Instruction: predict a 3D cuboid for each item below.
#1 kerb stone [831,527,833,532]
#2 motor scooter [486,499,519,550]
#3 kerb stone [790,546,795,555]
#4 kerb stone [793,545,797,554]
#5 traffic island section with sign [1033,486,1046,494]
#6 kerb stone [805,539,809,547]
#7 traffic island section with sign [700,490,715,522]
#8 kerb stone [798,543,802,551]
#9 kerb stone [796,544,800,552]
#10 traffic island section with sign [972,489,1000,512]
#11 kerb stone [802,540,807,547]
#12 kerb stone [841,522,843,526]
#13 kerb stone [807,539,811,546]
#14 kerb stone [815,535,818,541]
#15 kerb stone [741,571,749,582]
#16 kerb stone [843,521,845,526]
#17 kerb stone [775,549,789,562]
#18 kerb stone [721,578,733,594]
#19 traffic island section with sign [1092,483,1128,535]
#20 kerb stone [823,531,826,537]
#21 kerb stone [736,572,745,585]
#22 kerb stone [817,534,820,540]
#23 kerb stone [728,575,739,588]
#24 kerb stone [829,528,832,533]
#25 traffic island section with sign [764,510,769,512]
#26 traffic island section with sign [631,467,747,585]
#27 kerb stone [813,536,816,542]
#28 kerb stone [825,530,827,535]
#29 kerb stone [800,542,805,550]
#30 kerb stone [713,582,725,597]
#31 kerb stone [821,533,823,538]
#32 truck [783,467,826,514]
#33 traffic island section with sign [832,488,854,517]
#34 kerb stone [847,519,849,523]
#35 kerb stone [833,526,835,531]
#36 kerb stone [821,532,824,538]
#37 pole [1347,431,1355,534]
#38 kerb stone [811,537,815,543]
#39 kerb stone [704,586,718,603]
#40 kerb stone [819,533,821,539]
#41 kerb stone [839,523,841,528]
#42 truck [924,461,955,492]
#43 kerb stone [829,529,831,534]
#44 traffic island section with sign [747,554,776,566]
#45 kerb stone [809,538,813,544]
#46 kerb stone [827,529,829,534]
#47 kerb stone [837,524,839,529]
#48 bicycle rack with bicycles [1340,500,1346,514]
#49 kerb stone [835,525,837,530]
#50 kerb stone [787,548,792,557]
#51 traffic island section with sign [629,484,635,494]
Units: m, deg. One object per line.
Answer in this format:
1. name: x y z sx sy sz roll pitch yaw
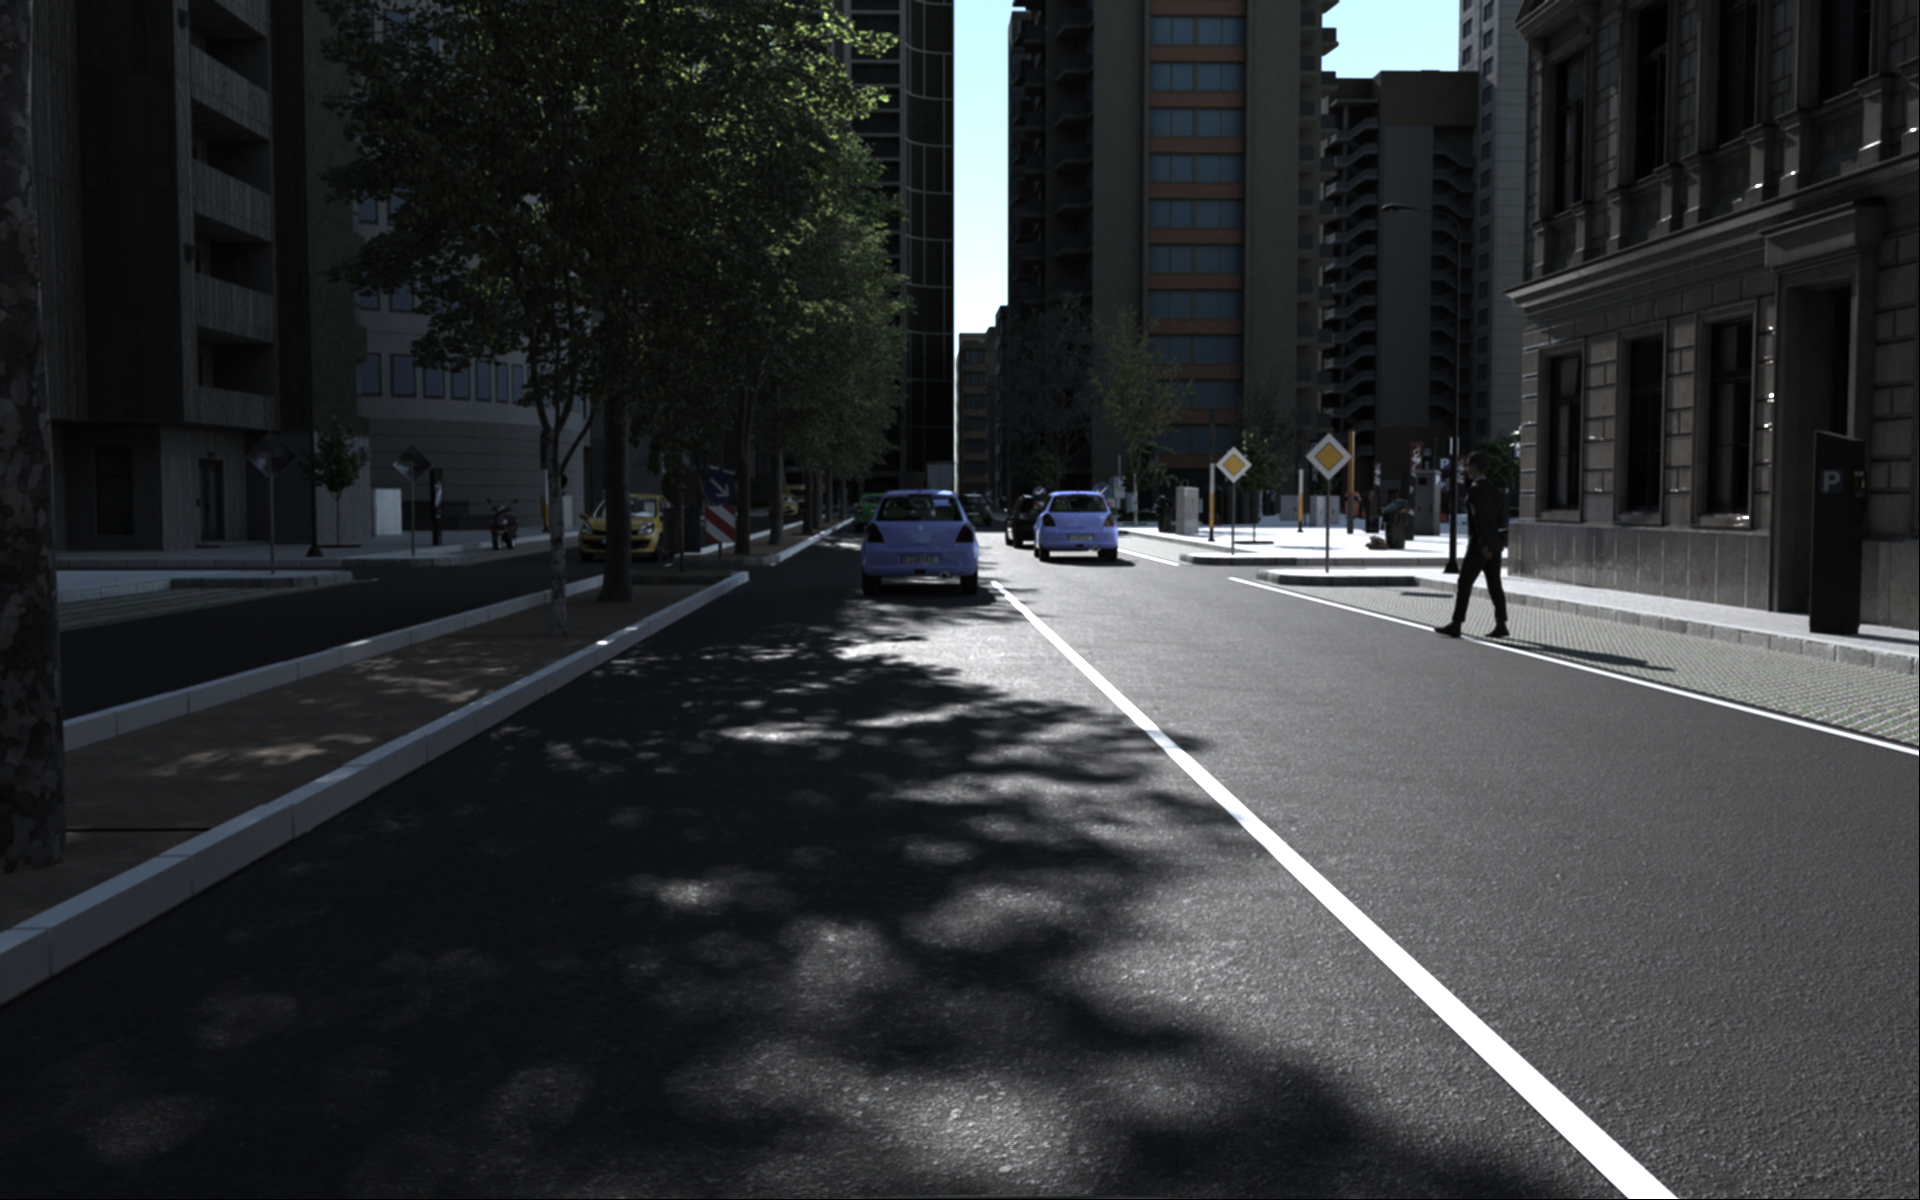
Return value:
1. kerb stone: -4.756 -2.468 62.542 0.120 0.150 1.000 0 4 -2
2. motor scooter: -11.716 -1.942 44.526 0.815 1.314 1.986 0 4 -1
3. kerb stone: -3.960 -1.089 40.001 0.120 0.150 1.000 0 4 -2
4. kerb stone: -4.004 -1.151 41.022 0.120 0.150 1.000 0 4 -2
5. traffic island section with sign: 3.896 -4.875 88.326 1.989 1.847 2.006 0 4 -2
6. kerb stone: -4.182 -1.465 46.147 0.120 0.150 1.000 0 4 -2
7. traffic island section with sign: -12.771 -4.863 88.140 1.989 1.847 2.006 0 4 -2
8. kerb stone: -4.076 -1.274 43.068 0.120 0.150 1.000 0 4 -2
9. kerb stone: -4.032 -1.211 42.044 0.120 0.150 1.000 0 4 -2
10. traffic island section with sign: 2.164 -7.915 138.030 1.989 1.847 2.006 0 4 -2
11. kerb stone: -4.142 -1.402 45.116 0.120 0.150 1.000 0 4 -2
12. kerb stone: -5.114 -3.094 72.777 0.120 0.150 1.000 0 4 -2
13. kerb stone: -4.219 -1.528 47.174 0.120 0.150 1.000 0 4 -2
14. kerb stone: -4.359 -1.779 51.284 0.120 0.150 1.000 0 4 -2
15. kerb stone: -3.544 -0.367 28.193 0.120 0.150 1.000 0 4 -2
16. kerb stone: -5.221 -3.281 75.860 0.120 0.150 1.000 0 4 -2
17. kerb stone: -3.897 -0.963 37.940 0.120 0.150 1.000 0 4 -2
18. kerb stone: -3.442 -0.178 25.112 0.120 0.150 1.000 0 4 -2
19. traffic island section with sign: 4.832 -3.227 61.387 1.989 1.847 2.006 0 4 -2
20. kerb stone: -4.539 -2.092 56.404 0.120 0.150 1.000 0 4 -2
21. kerb stone: -3.514 -0.300 27.163 0.120 0.150 1.000 0 4 -2
22. kerb stone: -4.399 -1.834 52.306 0.120 0.150 1.000 0 4 -2
23. kerb stone: -3.484 -0.241 26.133 0.120 0.150 1.000 0 4 -2
24. kerb stone: -4.713 -2.405 61.521 0.120 0.150 1.000 0 4 -2
25. traffic island section with sign: -14.496 -7.871 137.319 1.989 1.847 2.006 0 4 -2
26. traffic island section with sign: -4.597 -1.220 28.086 2.006 1.907 1.989 0 4 -2
27. kerb stone: -4.326 -1.713 50.249 0.120 0.150 1.000 0 4 -2
28. kerb stone: -4.571 -2.155 57.425 0.120 0.150 1.000 0 4 -2
29. kerb stone: -4.111 -1.336 44.090 0.120 0.150 1.000 0 4 -2
30. kerb stone: -3.410 -0.112 24.090 0.120 0.150 1.000 0 4 -2
31. kerb stone: -4.471 -1.962 54.351 0.120 0.150 1.000 0 4 -2
32. truck: -11.215 -7.892 124.962 3.469 3.379 9.791 0 4 -2
33. traffic island section with sign: -7.481 -6.266 110.582 2.006 1.907 1.989 0 4 -2
34. kerb stone: -5.403 -3.597 81.005 0.120 0.150 1.000 0 4 -2
35. kerb stone: -4.824 -2.589 64.586 0.120 0.150 1.000 0 4 -2
36. kerb stone: -4.507 -2.015 55.380 0.120 0.150 1.000 0 4 -2
37. pole: 12.622 -3.798 55.939 0.158 3.312 0.155 0 3 0
38. kerb stone: -4.290 -1.651 49.227 0.120 0.150 1.000 0 4 -2
39. kerb stone: -3.375 -0.053 23.069 0.120 0.150 1.000 0 4 -2
40. kerb stone: -4.426 -1.904 53.330 0.120 0.150 1.000 0 4 -2
41. kerb stone: -5.036 -2.969 70.733 0.120 0.150 1.000 0 4 -2
42. truck: -1.801 -10.054 153.301 2.839 4.237 11.283 0 4 -1
43. kerb stone: -4.688 -2.340 60.499 0.120 0.150 1.000 0 4 -2
44. traffic island section with sign: -4.846 -1.673 35.489 2.006 1.907 1.989 0 4 -2
45. kerb stone: -4.248 -1.591 48.200 0.120 0.150 1.000 0 4 -2
46. kerb stone: -4.650 -2.280 59.475 0.120 0.150 1.000 0 4 -2
47. kerb stone: -4.973 -2.844 68.689 0.120 0.150 1.000 0 4 -2
48. bicycle rack with bicycles: 23.852 -5.911 110.023 2.925 0.926 2.852 -3 4 -39
49. kerb stone: -4.892 -2.718 66.629 0.120 0.150 1.000 0 4 -2
50. kerb stone: -3.925 -1.026 38.972 0.120 0.150 1.000 0 4 -2
51. traffic island section with sign: -11.837 -3.215 61.201 1.989 1.847 2.006 0 4 -2
